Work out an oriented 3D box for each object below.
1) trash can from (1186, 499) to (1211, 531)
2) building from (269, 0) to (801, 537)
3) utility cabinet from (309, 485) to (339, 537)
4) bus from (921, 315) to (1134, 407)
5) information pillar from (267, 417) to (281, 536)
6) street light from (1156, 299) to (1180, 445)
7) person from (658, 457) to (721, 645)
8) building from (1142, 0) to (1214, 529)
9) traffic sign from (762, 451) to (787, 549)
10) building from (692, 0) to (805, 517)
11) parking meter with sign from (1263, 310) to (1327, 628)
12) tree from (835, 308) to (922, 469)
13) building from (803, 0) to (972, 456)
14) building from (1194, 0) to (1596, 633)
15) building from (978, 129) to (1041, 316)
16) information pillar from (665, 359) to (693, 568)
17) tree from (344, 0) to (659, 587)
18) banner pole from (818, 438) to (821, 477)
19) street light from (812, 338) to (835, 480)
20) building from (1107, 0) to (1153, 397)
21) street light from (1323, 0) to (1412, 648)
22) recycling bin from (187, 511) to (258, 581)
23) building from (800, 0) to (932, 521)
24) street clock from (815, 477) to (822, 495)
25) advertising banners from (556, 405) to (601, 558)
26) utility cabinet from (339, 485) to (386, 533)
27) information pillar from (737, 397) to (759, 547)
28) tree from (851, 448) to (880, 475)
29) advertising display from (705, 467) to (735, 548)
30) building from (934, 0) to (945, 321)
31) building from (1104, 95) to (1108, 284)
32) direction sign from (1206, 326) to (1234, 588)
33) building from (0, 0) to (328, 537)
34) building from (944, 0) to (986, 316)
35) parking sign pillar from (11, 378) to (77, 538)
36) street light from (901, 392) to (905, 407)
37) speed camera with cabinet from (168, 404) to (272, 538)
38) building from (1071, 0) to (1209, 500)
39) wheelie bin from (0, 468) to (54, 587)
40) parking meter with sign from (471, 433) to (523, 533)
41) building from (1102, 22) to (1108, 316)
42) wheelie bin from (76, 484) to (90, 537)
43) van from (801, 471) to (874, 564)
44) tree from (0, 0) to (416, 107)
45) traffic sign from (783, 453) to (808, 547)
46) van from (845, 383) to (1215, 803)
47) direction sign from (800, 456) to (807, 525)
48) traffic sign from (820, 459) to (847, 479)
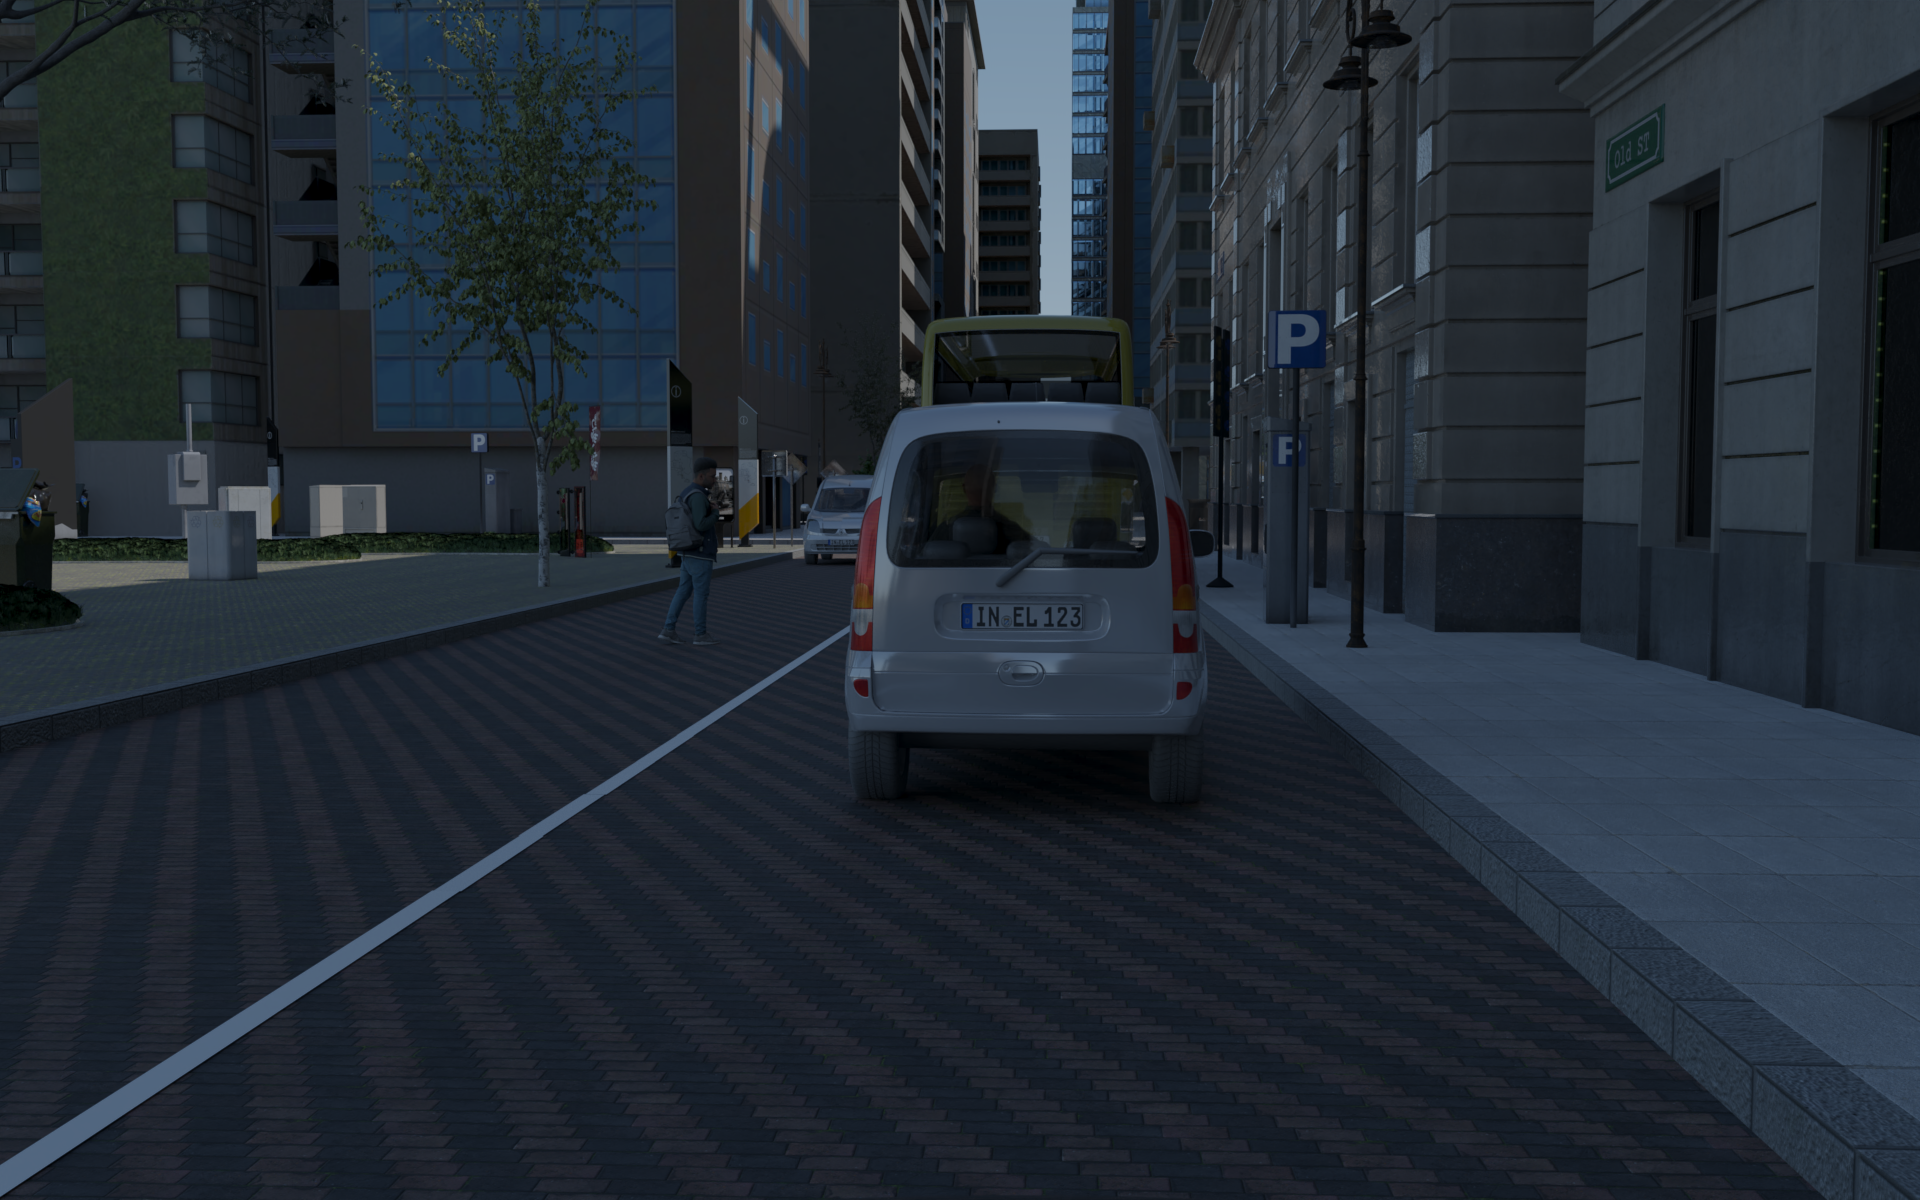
[{"bbox_3d":[6.904,-2.346,50.017,0.748,1.137,0.748,0,3,0],"label":"trash can"},{"bbox_3d":[-12.879,-24.893,57.111,14.600,45.320,14.200,0,4,3],"label":"building"},{"bbox_3d":[-15.630,-2.096,42.954,0.318,1.500,1.173,1,4,17],"label":"utility cabinet"},{"bbox_3d":[1.144,-2.140,26.533,2.896,3.916,12.252,0,4,3],"label":"bus"},{"bbox_3d":[-20.832,-3.744,52.562,0.504,3.616,0.183,2,4,33],"label":"information pillar"},{"bbox_3d":[4.931,-4.186,41.234,0.468,5.910,1.993,0,4,3],"label":"street light"},{"bbox_3d":[-2.501,-0.465,16.448,0.721,1.781,0.623,-3,4,-38],"label":"person"},{"bbox_3d":[19.575,-22.936,66.886,23.993,40.220,32.217,0,4,3],"label":"building"},{"bbox_3d":[-4.365,-2.360,40.720,0.606,2.300,0.079,1,4,9],"label":"traffic sign"},{"bbox_3d":[-9.130,-28.546,116.844,14.600,45.320,14.200,0,4,3],"label":"building"},{"bbox_3d":[3.294,-1.289,17.341,0.543,3.016,1.738,0,4,7],"label":"parking meter with sign"},{"bbox_3d":[-3.114,-7.229,68.551,4.360,8.622,3.978,0,3,0],"label":"tree"},{"bbox_3d":[-6.145,-31.370,163.003,14.600,45.320,14.200,0,4,3],"label":"building"},{"bbox_3d":[10.706,-14.051,27.002,12.463,27.353,25.104,0,4,3],"label":"building"},{"bbox_3d":[-0.575,-36.483,220.193,21.600,48.544,21.300,0,4,3],"label":"building"},{"bbox_3d":[-4.890,-2.375,30.183,0.504,3.616,0.183,-3,5,-44],"label":"information pillar"},{"bbox_3d":[-5.906,-4.477,23.562,4.737,8.622,4.395,0,3,0],"label":"tree"},{"bbox_3d":[-6.301,-5.365,77.730,0.401,3.779,0.863,-1,4,-10],"label":"banner pole"},{"bbox_3d":[-4.048,-4.818,51.554,0.468,5.910,1.993,0,4,3],"label":"street light"},{"bbox_3d":[18.325,-29.455,131.703,14.600,45.320,14.200,0,4,3],"label":"building"},{"bbox_3d":[3.323,-2.540,14.324,0.468,5.910,1.993,0,4,3],"label":"street light"},{"bbox_3d":[-11.067,-0.822,25.993,0.722,1.027,0.722,1,4,11],"label":"recycling bin"},{"bbox_3d":[-12.854,-28.585,91.060,21.300,48.544,21.600,0,4,3],"label":"building"},{"bbox_3d":[-6.086,-4.309,75.021,0.358,2.002,0.471,0,4,-5],"label":"street clock"},{"bbox_3d":[-7.684,-2.370,34.941,0.090,3.025,2.074,-3,4,-36],"label":"advertising banners"},{"bbox_3d":[-14.386,-2.025,41.787,1.173,1.500,0.318,2,4,30],"label":"utility cabinet"},{"bbox_3d":[-5.119,-3.085,41.802,0.504,3.616,0.183,1,4,10],"label":"information pillar"},{"bbox_3d":[-3.860,-4.798,73.042,1.663,3.219,1.824,0,3,0],"label":"tree"},{"bbox_3d":[-5.792,-2.189,41.007,0.974,1.923,0.123,-2,4,-35],"label":"advertising display"},{"bbox_3d":[-11.202,-50.566,139.433,22.319,86.520,31.000,0,4,3],"label":"building"},{"bbox_3d":[26.560,-34.430,182.532,23.786,49.044,30.456,0,4,3],"label":"building"},{"bbox_3d":[3.583,-1.943,23.773,0.379,3.537,0.876,1,4,21],"label":"direction sign"},{"bbox_3d":[-28.873,-22.922,58.373,14.086,41.232,14.154,0,4,3],"label":"building"},{"bbox_3d":[-11.596,-36.469,185.511,27.495,52.752,28.713,0,4,3],"label":"building"},{"bbox_3d":[-21.102,-3.144,39.876,1.447,3.967,1.447,2,4,28],"label":"parking sign pillar"},{"bbox_3d":[-2.569,-6.464,78.471,0.468,5.910,1.993,0,4,3],"label":"street light"},{"bbox_3d":[-16.526,-2.711,38.667,2.038,3.252,0.660,-3,5,-41],"label":"speed camera with cabinet"},{"bbox_3d":[25.687,-55.349,217.628,31.000,86.520,22.319,0,4,3],"label":"building"},{"bbox_3d":[-11.559,-0.815,21.232,0.980,1.594,0.693,1,4,14],"label":"wheelie bin"},{"bbox_3d":[-13.425,-3.309,50.370,0.543,3.016,1.738,1,4,21],"label":"parking meter with sign"},{"bbox_3d":[23.796,-30.492,153.163,22.147,44.769,28.867,0,4,3],"label":"building"},{"bbox_3d":[-26.539,-2.689,51.874,0.980,1.594,0.693,0,4,2],"label":"wheelie bin"},{"bbox_3d":[-2.287,-1.810,36.597,2.013,2.044,4.112,0,4,2],"label":"van"},{"bbox_3d":[-7.288,-6.135,10.670,12.009,13.543,11.850,0,3,0],"label":"tree"},{"bbox_3d":[-4.094,-2.356,42.156,0.795,2.450,0.064,0,4,3],"label":"traffic sign"},{"bbox_3d":[0.417,-0.149,9.454,2.013,2.044,4.112,0,4,4],"label":"van"},{"bbox_3d":[-6.509,-4.884,71.850,0.379,3.537,0.876,1,4,16],"label":"direction sign"},{"bbox_3d":[-3.650,-2.843,50.129,0.795,2.450,0.064,0,4,3],"label":"traffic sign"}]
